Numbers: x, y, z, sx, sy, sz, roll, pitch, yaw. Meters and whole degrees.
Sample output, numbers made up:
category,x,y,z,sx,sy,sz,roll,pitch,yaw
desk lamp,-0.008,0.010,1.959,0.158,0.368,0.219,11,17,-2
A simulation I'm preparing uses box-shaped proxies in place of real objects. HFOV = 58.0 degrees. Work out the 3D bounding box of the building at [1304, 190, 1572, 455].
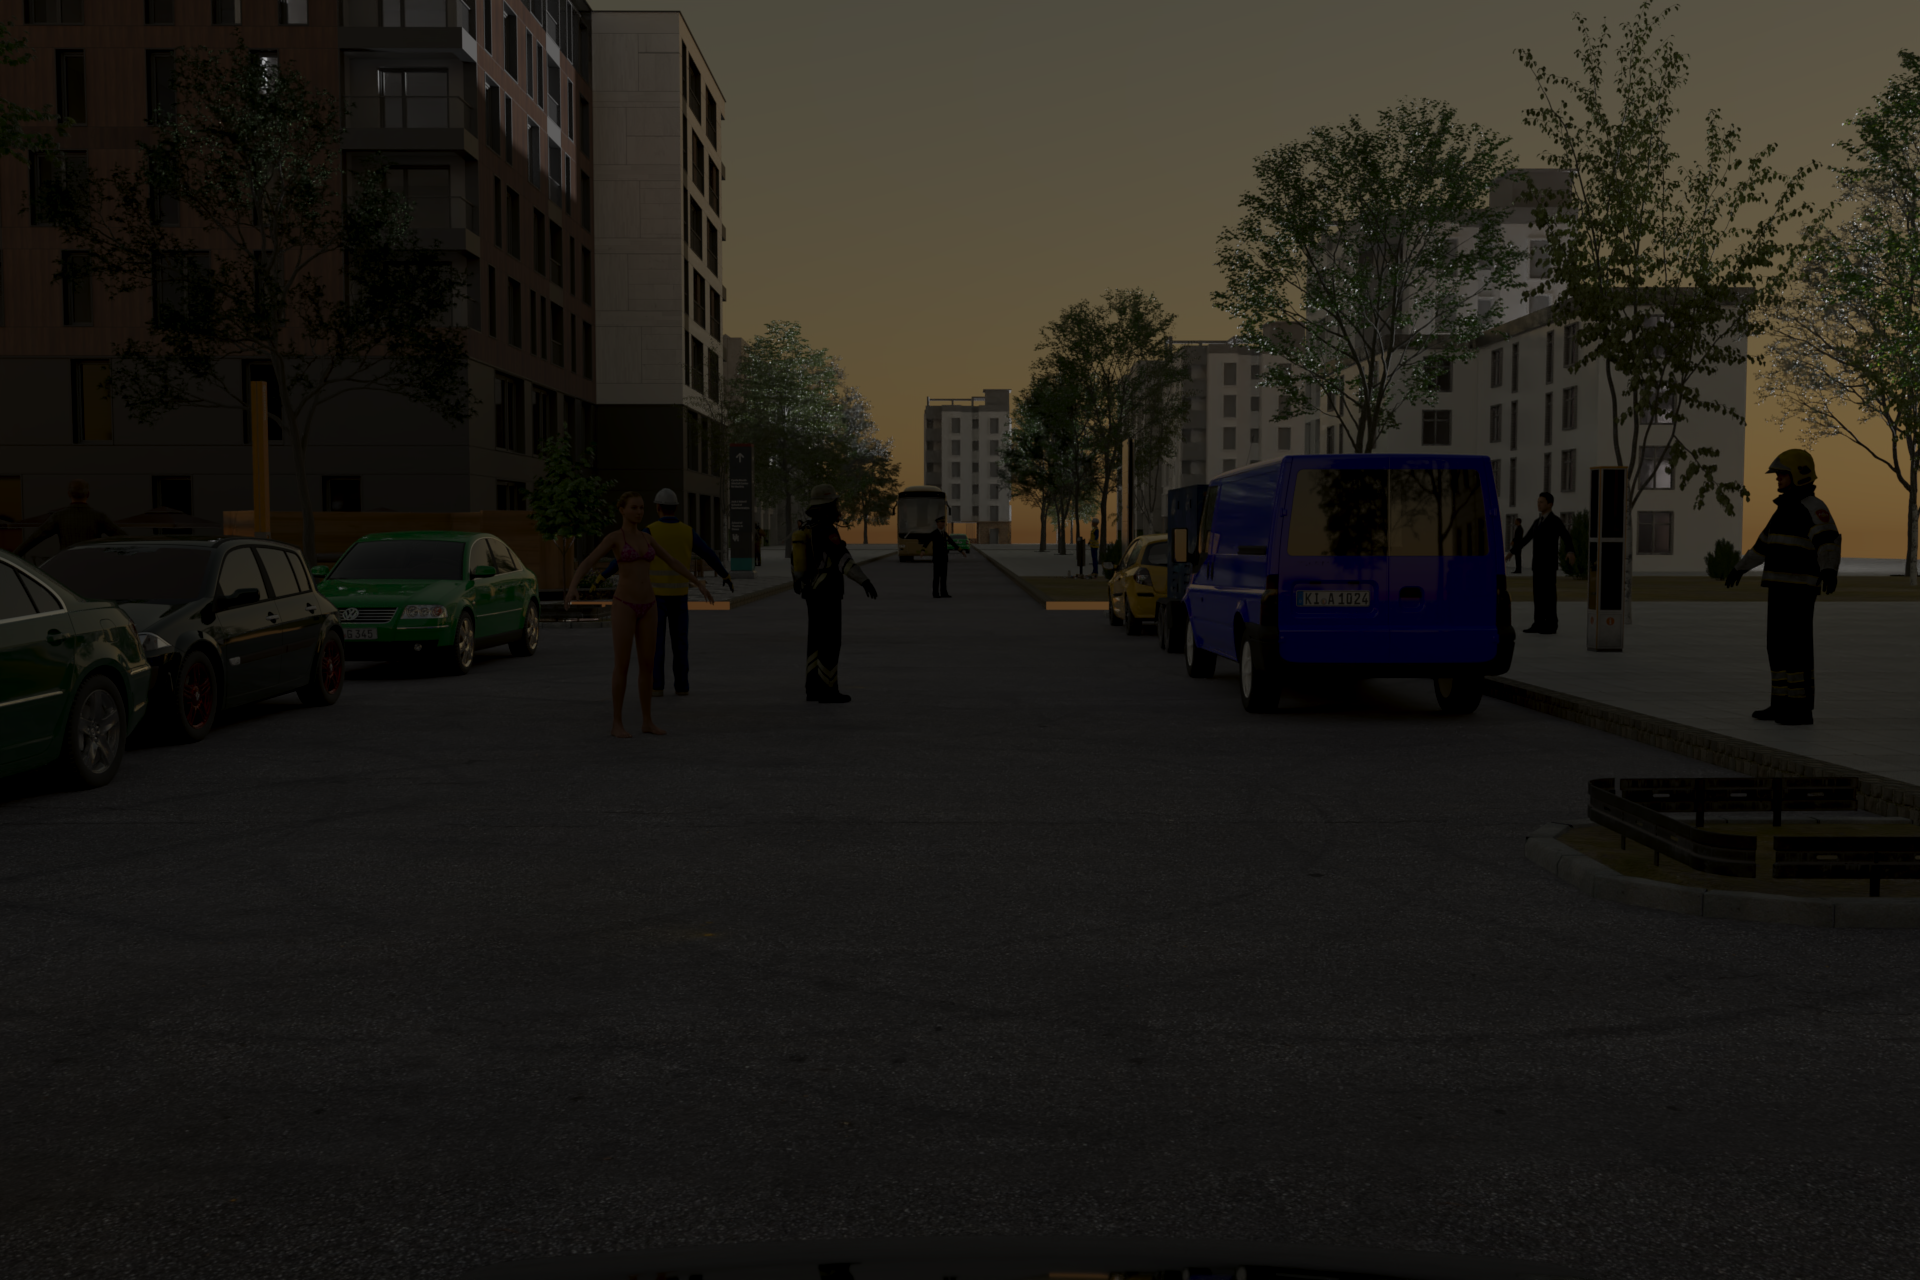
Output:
category,x,y,z,sx,sy,sz,roll,pitch,yaw
building,25.616,-15.012,101.873,16.016,20.090,11.380,0,4,0

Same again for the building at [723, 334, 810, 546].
category,x,y,z,sx,sy,sz,roll,pitch,yaw
building,-25.790,-22.546,199.554,19.493,23.208,18.063,0,4,0

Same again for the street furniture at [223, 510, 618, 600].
category,x,y,z,sx,sy,sz,roll,pitch,yaw
street furniture,-10.494,-1.752,35.495,9.812,1.723,11.010,-3,5,-40

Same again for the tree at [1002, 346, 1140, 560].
category,x,y,z,sx,sy,sz,roll,pitch,yaw
tree,5.636,-9.308,86.606,7.601,10.594,8.767,-1,4,-9

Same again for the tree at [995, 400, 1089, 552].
category,x,y,z,sx,sy,sz,roll,pitch,yaw
tree,5.987,-12.107,123.708,9.928,11.665,9.643,0,3,0

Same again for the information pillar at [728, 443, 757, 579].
category,x,y,z,sx,sy,sz,roll,pitch,yaw
information pillar,-6.257,-3.693,49.764,0.750,3.857,0.750,0,4,0

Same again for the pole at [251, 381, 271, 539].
category,x,y,z,sx,sy,sz,roll,pitch,yaw
pole,-9.369,-1.798,23.239,0.158,3.312,0.155,0,3,0

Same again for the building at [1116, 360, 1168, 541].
category,x,y,z,sx,sy,sz,roll,pitch,yaw
building,26.453,-19.467,184.735,16.747,18.905,31.486,0,4,0

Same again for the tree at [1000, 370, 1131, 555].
category,x,y,z,sx,sy,sz,roll,pitch,yaw
tree,6.476,-11.023,105.989,9.928,11.665,9.643,0,3,0

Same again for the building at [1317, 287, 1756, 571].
category,x,y,z,sx,sy,sz,roll,pitch,yaw
building,22.442,-8.005,73.030,9.099,9.664,28.070,0,3,0

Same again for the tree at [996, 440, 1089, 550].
category,x,y,z,sx,sy,sz,roll,pitch,yaw
tree,6.467,-12.260,134.862,8.767,10.594,7.601,1,4,21

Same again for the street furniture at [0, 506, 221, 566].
category,x,y,z,sx,sy,sz,roll,pitch,yaw
street furniture,-32.312,-2.052,38.575,27.439,1.986,14.083,0,4,2

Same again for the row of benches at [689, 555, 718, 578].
category,x,y,z,sx,sy,sz,roll,pitch,yaw
row of benches,-8.158,-2.121,50.134,1.422,0.672,4.104,1,4,16

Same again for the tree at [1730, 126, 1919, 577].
category,x,y,z,sx,sy,sz,roll,pitch,yaw
tree,28.617,-8.657,51.909,12.009,13.543,11.850,0,3,0

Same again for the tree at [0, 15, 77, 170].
category,x,y,z,sx,sy,sz,roll,pitch,yaw
tree,-11.559,-5.428,14.502,9.928,11.665,9.643,0,3,0

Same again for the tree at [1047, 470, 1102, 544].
category,x,y,z,sx,sy,sz,roll,pitch,yaw
tree,14.843,-18.676,223.479,7.486,12.596,7.792,0,3,0

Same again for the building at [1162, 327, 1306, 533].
category,x,y,z,sx,sy,sz,roll,pitch,yaw
building,24.559,-18.929,165.904,16.016,20.090,11.380,0,4,0

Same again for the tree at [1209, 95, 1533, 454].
category,x,y,z,sx,sy,sz,roll,pitch,yaw
tree,9.711,-7.076,41.455,9.928,11.665,9.643,0,3,0

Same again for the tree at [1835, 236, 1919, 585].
category,x,y,z,sx,sy,sz,roll,pitch,yaw
tree,24.033,-5.661,42.920,4.737,8.622,4.395,0,3,0

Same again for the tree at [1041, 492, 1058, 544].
category,x,y,z,sx,sy,sz,roll,pitch,yaw
tree,12.665,-17.120,230.281,4.737,8.622,4.395,0,3,0

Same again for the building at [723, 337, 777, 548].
category,x,y,z,sx,sy,sz,roll,pitch,yaw
building,-28.092,-18.663,171.597,16.747,18.905,31.486,0,4,0

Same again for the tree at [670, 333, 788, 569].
category,x,y,z,sx,sy,sz,roll,pitch,yaw
tree,-8.980,-6.968,64.296,4.360,8.622,3.978,0,3,0

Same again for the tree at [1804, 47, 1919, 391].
category,x,y,z,sx,sy,sz,roll,pitch,yaw
tree,20.758,-6.611,33.839,9.928,11.665,9.643,0,3,0

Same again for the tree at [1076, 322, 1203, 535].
category,x,y,z,sx,sy,sz,roll,pitch,yaw
tree,6.755,-6.707,60.020,4.360,8.622,3.978,0,3,0

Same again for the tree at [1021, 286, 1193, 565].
category,x,y,z,sx,sy,sz,roll,pitch,yaw
tree,6.128,-8.975,72.499,9.928,11.665,9.643,0,3,0

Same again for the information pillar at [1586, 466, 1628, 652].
category,x,y,z,sx,sy,sz,roll,pitch,yaw
information pillar,7.051,-0.880,18.883,0.304,2.012,0.304,0,4,-1

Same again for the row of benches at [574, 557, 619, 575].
category,x,y,z,sx,sy,sz,roll,pitch,yaw
row of benches,-10.668,-1.890,46.357,4.104,0.672,1.422,-1,4,-9

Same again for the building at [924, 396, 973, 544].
category,x,y,z,sx,sy,sz,roll,pitch,yaw
building,-4.509,-22.704,230.083,11.380,20.090,16.016,0,4,2

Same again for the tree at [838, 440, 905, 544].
category,x,y,z,sx,sy,sz,roll,pitch,yaw
tree,-12.327,-19.635,227.683,9.857,13.997,8.962,0,3,0

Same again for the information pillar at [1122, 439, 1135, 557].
category,x,y,z,sx,sy,sz,roll,pitch,yaw
information pillar,4.215,-3.188,43.437,0.184,3.620,1.656,0,4,1

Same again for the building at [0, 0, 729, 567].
category,x,y,z,sx,sy,sz,roll,pitch,yaw
building,-24.829,-13.566,65.776,27.936,21.610,32.646,0,4,0

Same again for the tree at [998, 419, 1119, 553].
category,x,y,z,sx,sy,sz,roll,pitch,yaw
tree,6.680,-11.041,114.926,8.767,10.594,7.601,0,4,3

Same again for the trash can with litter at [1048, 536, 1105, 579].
category,x,y,z,sx,sy,sz,roll,pitch,yaw
trash can with litter,3.420,-2.383,50.012,1.678,1.210,2.233,0,4,0

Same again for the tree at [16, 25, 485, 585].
category,x,y,z,sx,sy,sz,roll,pitch,yaw
tree,-12.370,-5.983,32.230,7.601,10.594,8.767,1,4,22

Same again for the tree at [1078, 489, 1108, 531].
category,x,y,z,sx,sy,sz,roll,pitch,yaw
tree,17.576,-17.121,230.295,4.737,8.622,4.395,0,3,0
